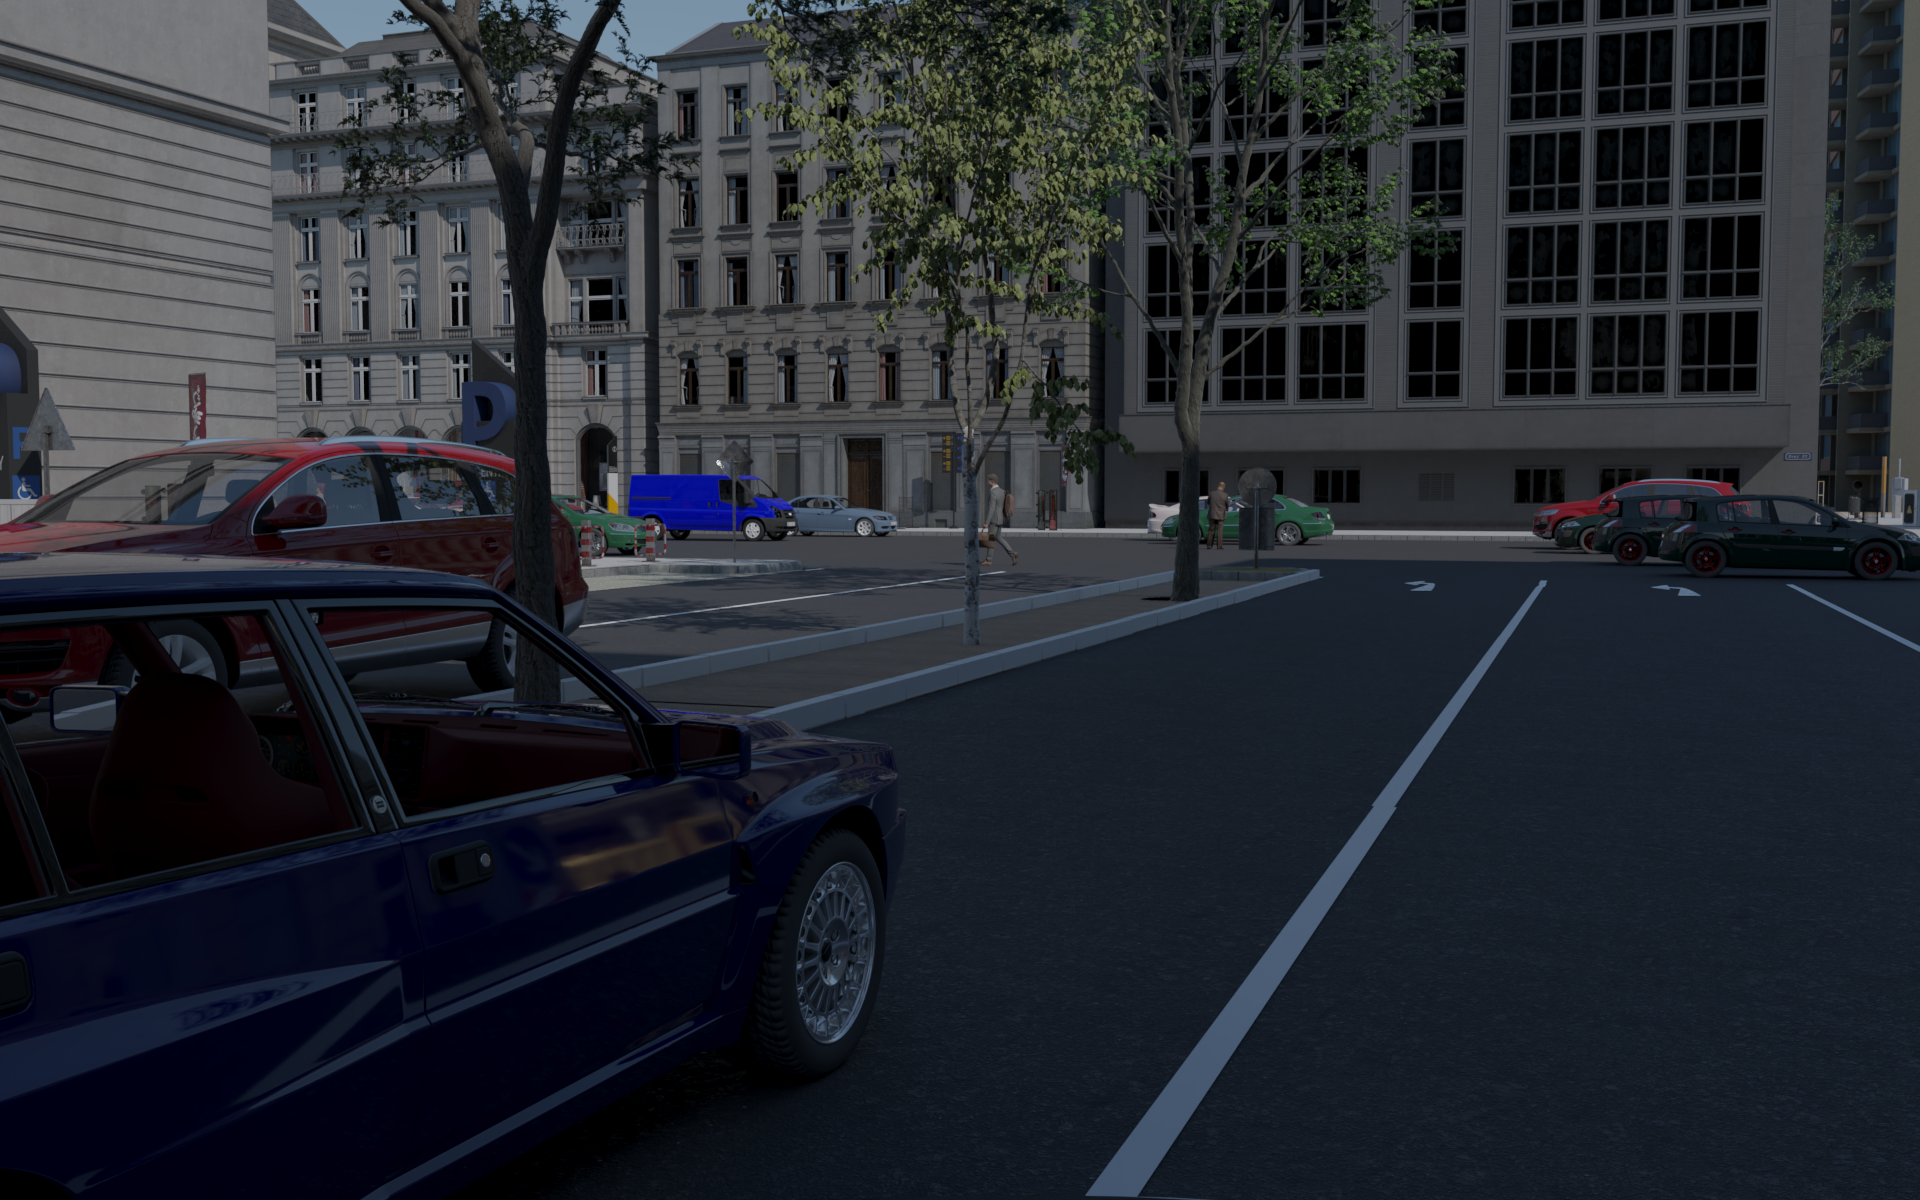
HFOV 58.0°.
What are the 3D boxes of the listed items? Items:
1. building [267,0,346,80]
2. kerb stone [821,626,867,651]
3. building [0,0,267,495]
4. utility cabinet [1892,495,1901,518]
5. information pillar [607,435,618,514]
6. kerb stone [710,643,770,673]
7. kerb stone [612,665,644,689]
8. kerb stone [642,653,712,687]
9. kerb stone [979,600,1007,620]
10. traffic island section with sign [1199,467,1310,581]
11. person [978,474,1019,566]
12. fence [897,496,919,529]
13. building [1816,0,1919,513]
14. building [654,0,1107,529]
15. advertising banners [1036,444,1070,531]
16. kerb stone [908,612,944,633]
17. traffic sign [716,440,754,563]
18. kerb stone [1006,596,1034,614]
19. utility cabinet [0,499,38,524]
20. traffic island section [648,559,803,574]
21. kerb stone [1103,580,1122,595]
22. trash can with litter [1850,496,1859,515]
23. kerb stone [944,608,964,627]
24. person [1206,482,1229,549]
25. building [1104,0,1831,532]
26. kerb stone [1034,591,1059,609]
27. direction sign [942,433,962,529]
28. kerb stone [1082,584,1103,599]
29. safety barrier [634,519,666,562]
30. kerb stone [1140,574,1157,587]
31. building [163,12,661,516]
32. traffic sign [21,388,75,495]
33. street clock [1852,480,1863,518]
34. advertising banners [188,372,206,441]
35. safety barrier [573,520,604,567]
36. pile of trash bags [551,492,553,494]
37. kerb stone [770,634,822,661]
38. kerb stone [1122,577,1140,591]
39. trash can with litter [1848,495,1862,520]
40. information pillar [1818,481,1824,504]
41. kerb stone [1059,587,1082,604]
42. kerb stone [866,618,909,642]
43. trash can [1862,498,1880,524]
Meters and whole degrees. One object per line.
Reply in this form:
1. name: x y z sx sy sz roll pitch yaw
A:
1. building: -43.866 -18.355 87.499 23.554 28.519 14.401 1 4 20
2. kerb stone: -1.145 0.372 16.156 0.120 0.150 1.000 1 4 20
3. building: -24.937 -11.428 28.652 24.055 21.916 13.314 1 4 20
4. utility cabinet: 49.704 -4.939 91.914 0.306 1.237 1.020 1 4 20
5. information pillar: -13.829 -4.748 68.983 0.183 3.616 0.504 3 4 37
6. kerb stone: -1.861 0.487 14.233 0.120 0.150 1.000 1 4 20
7. kerb stone: -2.577 0.605 12.301 0.120 0.150 1.000 1 4 20
8. kerb stone: -2.215 0.547 13.263 0.120 0.150 1.000 1 4 20
9. kerb stone: 0.301 0.134 20.009 0.120 0.150 1.000 1 4 20
10. traffic island section with sign: 4.893 -1.292 29.261 2.006 1.907 1.989 1 4 20
11. person: 0.737 -1.594 34.523 0.822 1.834 0.622 1 4 13
12. fence: -2.001 -3.239 64.163 0.480 1.192 2.264 1 4 12
13. building: 75.882 -29.055 129.666 22.147 44.769 28.867 1 4 20
14. building: -2.116 -13.519 70.186 18.267 20.994 9.793 1 4 20
15. advertising banners: 3.261 -3.952 60.805 0.090 3.025 2.074 -2 4 -30
16. kerb stone: -0.425 0.251 18.091 0.120 0.150 1.000 1 4 20
17. traffic sign: -4.213 -1.755 32.330 0.795 2.450 0.064 1 4 20
18. kerb stone: 0.649 0.075 20.976 0.120 0.150 1.000 1 4 20
19. utility cabinet: -11.370 -0.570 20.479 1.020 1.237 0.306 -3 5 -42
20. traffic island section: -4.238 -0.619 32.400 2.009 0.180 2.903 1 4 20
21. kerb stone: 2.092 -0.157 24.825 0.120 0.150 1.000 1 4 20
22. trash can with litter: 54.256 -5.719 104.890 0.624 1.170 1.055 1 4 17
23. kerb stone: -0.053 0.193 19.047 0.120 0.150 1.000 1 4 20
24. person: 6.677 -2.186 44.922 0.565 1.739 0.600 0 4 -5
25. building: 18.404 -16.566 64.358 24.014 27.812 14.314 1 4 20
26. kerb stone: 1.022 0.016 21.939 0.120 0.150 1.000 1 4 20
27. direction sign: -0.227 -4.408 64.061 0.876 3.537 0.379 1 4 13
28. kerb stone: 1.734 -0.102 23.863 0.120 0.150 1.000 1 4 20
29. safety barrier: -5.829 -1.123 32.628 0.300 0.817 1.120 1 4 20
30. kerb stone: 2.821 -0.278 26.756 0.120 0.150 1.000 1 4 20
31. building: -21.579 -14.529 79.355 24.055 21.916 13.314 1 4 20
32. traffic sign: -11.160 -1.295 21.179 0.884 2.594 0.081 1 4 22
33. street clock: 47.624 -5.343 91.936 0.471 2.002 0.358 1 4 9
34. advertising banners: -11.627 -1.802 25.648 2.074 3.025 0.090 3 5 41
35. safety barrier: -6.597 -0.997 30.579 0.300 0.817 1.120 1 4 20
36. pile of trash bags: -17.632 -3.631 69.113 3.447 1.369 1.912 1 4 22
37. kerb stone: -1.497 0.428 15.192 0.120 0.150 1.000 1 4 20
38. kerb stone: 2.458 -0.214 25.795 0.120 0.150 1.000 1 4 20
39. trash can with litter: 44.242 -4.617 86.549 2.233 1.210 1.678 1 4 16
40. information pillar: 49.026 -5.759 98.647 0.304 2.012 0.304 2 4 26
41. kerb stone: 1.377 -0.043 22.901 0.120 0.150 1.000 1 4 20
42. kerb stone: -0.773 0.310 17.119 0.120 0.150 1.000 1 4 20
43. trash can: 37.827 -3.689 71.962 0.748 1.137 0.748 0 3 0
